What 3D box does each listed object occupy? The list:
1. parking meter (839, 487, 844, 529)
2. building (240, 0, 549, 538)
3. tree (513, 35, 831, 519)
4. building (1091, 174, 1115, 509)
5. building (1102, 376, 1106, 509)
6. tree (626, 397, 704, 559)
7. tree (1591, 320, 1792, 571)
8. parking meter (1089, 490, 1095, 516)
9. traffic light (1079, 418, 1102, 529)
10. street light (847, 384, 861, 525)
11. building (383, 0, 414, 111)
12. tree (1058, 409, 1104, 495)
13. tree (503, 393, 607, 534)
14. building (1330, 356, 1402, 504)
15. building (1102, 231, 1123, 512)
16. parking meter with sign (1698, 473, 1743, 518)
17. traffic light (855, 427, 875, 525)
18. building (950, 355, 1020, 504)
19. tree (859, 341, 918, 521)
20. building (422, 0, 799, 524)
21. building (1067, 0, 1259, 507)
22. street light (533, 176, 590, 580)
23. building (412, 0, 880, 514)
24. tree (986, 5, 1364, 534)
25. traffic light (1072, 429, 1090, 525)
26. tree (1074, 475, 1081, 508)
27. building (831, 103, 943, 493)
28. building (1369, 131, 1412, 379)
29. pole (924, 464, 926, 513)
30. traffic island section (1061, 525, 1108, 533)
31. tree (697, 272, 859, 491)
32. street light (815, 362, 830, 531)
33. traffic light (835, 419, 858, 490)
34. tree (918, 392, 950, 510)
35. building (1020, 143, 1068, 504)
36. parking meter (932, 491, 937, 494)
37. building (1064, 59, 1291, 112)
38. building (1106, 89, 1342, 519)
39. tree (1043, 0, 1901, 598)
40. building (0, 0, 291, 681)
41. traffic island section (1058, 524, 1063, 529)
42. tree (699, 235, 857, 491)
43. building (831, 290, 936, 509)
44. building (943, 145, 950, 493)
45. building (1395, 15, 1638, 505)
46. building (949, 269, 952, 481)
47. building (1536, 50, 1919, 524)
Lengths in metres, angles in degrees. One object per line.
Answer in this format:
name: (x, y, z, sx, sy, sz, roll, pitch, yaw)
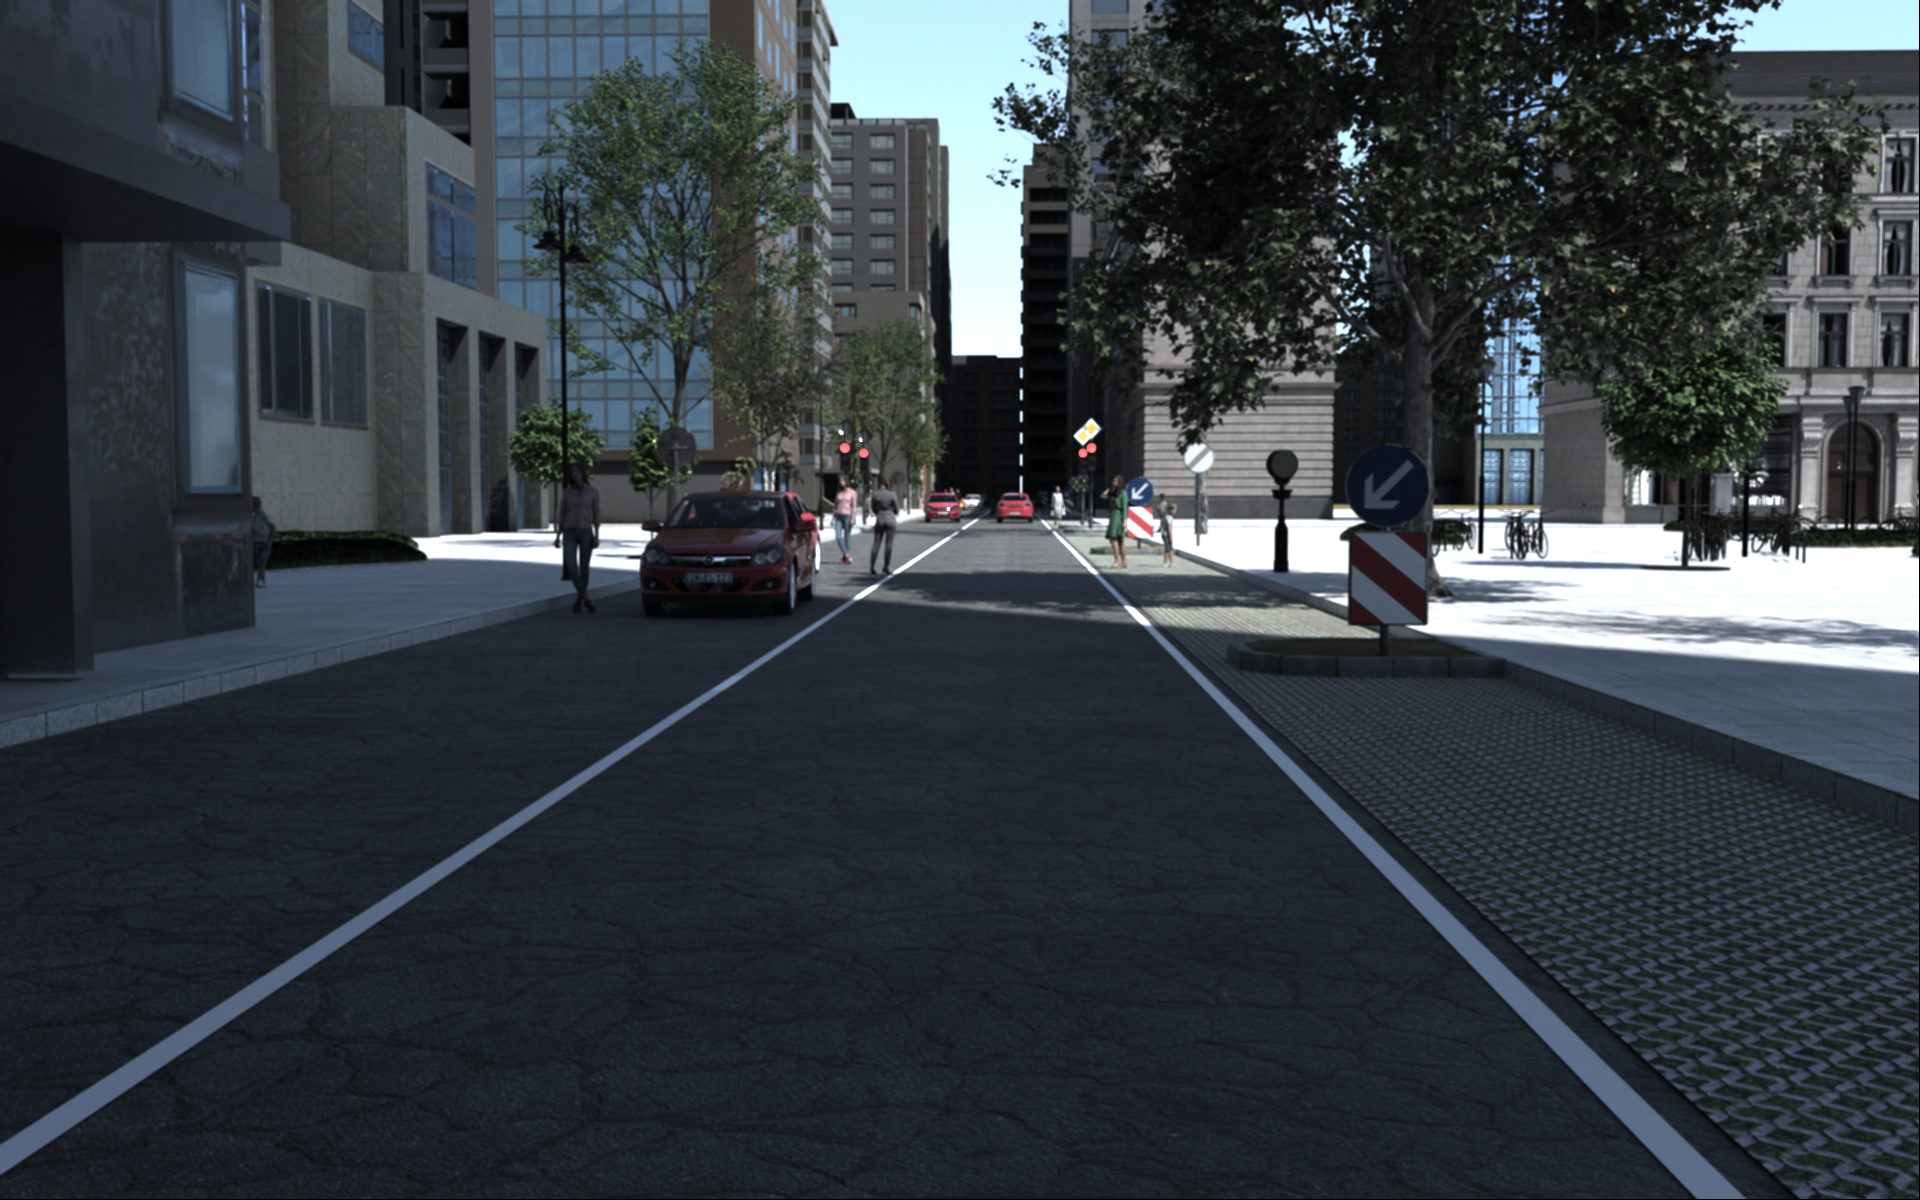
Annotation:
parking meter: (-4.233, -3.544, 63.654, 0.399, 1.863, 0.255, 0, 4, -3)
building: (-30.925, -45.111, 50.233, 31.000, 86.520, 22.319, 0, 4, 2)
tree: (-6.525, -6.974, 39.780, 9.928, 11.665, 9.643, 0, 3, 0)
building: (19.007, -23.664, 158.603, 14.160, 30.474, 14.107, 0, 4, 2)
building: (16.760, -18.848, 137.037, 11.050, 23.489, 19.941, 0, 4, 2)
tree: (-6.198, -2.442, 34.521, 1.663, 3.219, 1.824, 0, 3, 0)
tree: (12.323, -2.797, 29.444, 4.285, 4.588, 4.351, 0, 3, 0)
parking meter: (7.609, -5.601, 99.995, 0.372, 1.533, 0.369, 0, 3, 0)
traffic light: (4.830, -4.598, 64.095, 0.839, 4.253, 0.868, 0, 4, 2)
street light: (-4.450, -6.105, 72.610, 0.468, 5.910, 1.993, 0, 4, 2)
building: (-35.036, -19.011, 82.536, 14.107, 30.474, 14.160, 0, 4, 2)
tree: (10.419, -12.214, 150.067, 4.737, 8.622, 4.395, 0, 3, 0)
tree: (-13.227, -4.458, 56.598, 4.285, 4.588, 4.351, 0, 3, 0)
building: (44.874, -24.432, 244.505, 28.899, 21.520, 27.650, 0, 4, 2)
building: (15.615, -17.148, 116.524, 11.583, 22.565, 21.152, 0, 4, 2)
parking meter with sign: (28.208, -4.150, 64.119, 1.738, 3.016, 0.543, 0, 4, -2)
traffic light: (-3.970, -5.103, 72.350, 0.839, 4.253, 0.868, 0, 4, 2)
building: (-5.918, -24.528, 246.069, 28.899, 21.520, 27.650, 0, 4, 2)
tree: (-4.828, -8.079, 82.457, 4.737, 8.622, 4.395, 0, 3, 0)
building: (-15.228, -26.247, 79.246, 14.600, 45.320, 14.200, 0, 4, 2)
building: (21.650, -38.950, 178.837, 21.231, 58.520, 28.212, 0, 4, 2)
street light: (-5.858, -3.232, 25.624, 0.468, 5.910, 1.993, 0, 4, 2)
building: (-21.847, -26.215, 120.501, 32.217, 40.220, 23.993, 0, 4, 2)
tree: (6.575, -12.109, 53.874, 12.611, 20.169, 13.585, 0, 3, 0)
traffic light: (5.087, -5.086, 72.076, 0.839, 4.253, 0.868, 0, 4, 2)
tree: (10.660, -10.064, 159.141, 1.663, 3.219, 1.824, 0, 3, 0)
building: (-9.400, -30.556, 183.185, 14.154, 41.232, 14.086, 0, 4, 2)
building: (73.069, -39.990, 243.072, 27.495, 52.752, 28.713, 0, 4, 2)
pole: (-2.394, -7.606, 118.203, 0.158, 3.312, 0.155, 0, 3, 0)
traffic island section: (4.869, -2.564, 64.207, 2.009, 0.180, 2.903, 0, 4, 2)
tree: (-6.270, -6.495, 56.555, 4.737, 8.622, 4.395, 0, 3, 0)
street light: (-4.882, -5.386, 60.846, 0.468, 5.910, 1.993, 0, 4, 2)
traffic light: (-4.227, -4.615, 64.369, 0.839, 4.253, 0.868, 0, 4, 2)
tree: (-3.323, -10.540, 122.684, 4.737, 8.622, 4.395, 0, 3, 0)
building: (19.237, -37.811, 241.904, 21.600, 48.544, 21.300, 0, 4, 2)
parking meter: (-2.017, -7.819, 136.248, 0.372, 1.533, 0.369, 0, 3, 0)
building: (27.103, -37.772, 206.813, 28.713, 52.752, 27.495, 0, 4, 2)
building: (14.338, -16.339, 96.019, 11.050, 23.489, 19.941, 0, 4, 2)
tree: (5.833, -6.391, 21.505, 9.611, 12.733, 9.660, 0, 3, 0)
building: (-16.779, -23.431, 2.713, 23.786, 49.044, 30.456, 0, 4, 2)
traffic island section: (5.126, -3.052, 72.188, 2.009, 0.180, 2.903, 0, 4, 2)
tree: (-5.340, -6.066, 49.538, 4.360, 8.622, 3.978, 0, 3, 0)
building: (-16.782, -19.420, 162.560, 27.650, 21.520, 28.899, 0, 4, 2)
building: (-8.456, -31.438, 197.600, 14.154, 41.232, 14.086, 0, 4, 2)
building: (70.329, -54.731, 207.521, 31.000, 86.520, 22.319, 0, 4, 2)
building: (-8.006, -27.157, 215.719, 14.107, 30.474, 14.160, 0, 4, 2)
building: (28.738, -13.836, 77.121, 40.483, 20.767, 10.553, 0, 4, 2)
